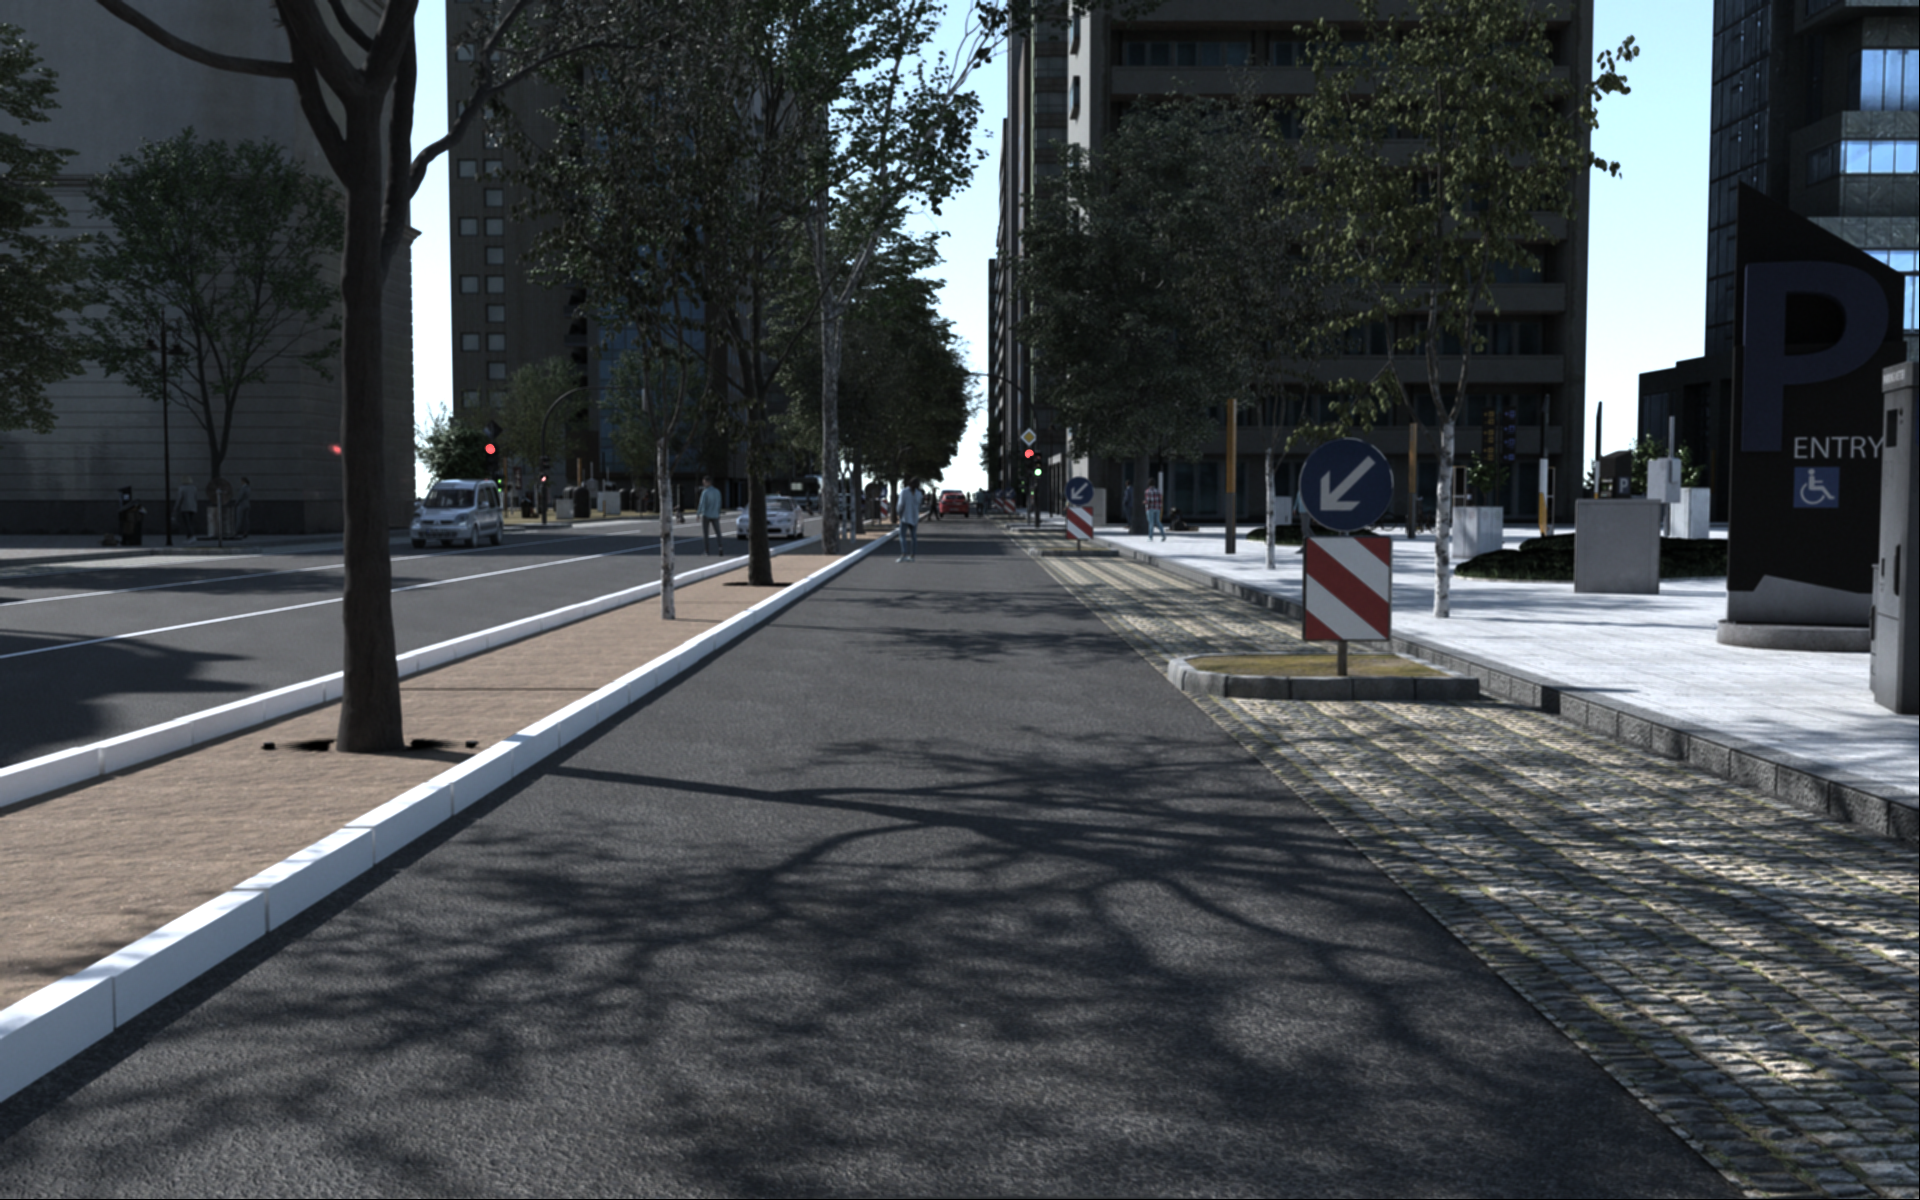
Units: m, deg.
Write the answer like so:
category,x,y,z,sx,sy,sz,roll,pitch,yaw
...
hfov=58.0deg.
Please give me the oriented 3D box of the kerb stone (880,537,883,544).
category,x,y,z,sx,sy,sz,roll,pitch,yaw
kerb stone,-2.302,-1.590,48.199,0.120,0.150,1.000,0,3,0

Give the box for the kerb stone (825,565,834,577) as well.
category,x,y,z,sx,sy,sz,roll,pitch,yaw
kerb stone,-2.309,-0.462,29.745,0.120,0.150,1.000,0,3,0

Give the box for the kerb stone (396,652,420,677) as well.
category,x,y,z,sx,sy,sz,roll,pitch,yaw
kerb stone,-4.417,0.542,13.402,0.120,0.150,1.000,0,3,0

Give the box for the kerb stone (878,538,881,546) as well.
category,x,y,z,sx,sy,sz,roll,pitch,yaw
kerb stone,-2.295,-1.522,47.177,0.120,0.150,1.000,0,3,0

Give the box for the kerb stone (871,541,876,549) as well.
category,x,y,z,sx,sy,sz,roll,pitch,yaw
kerb stone,-2.298,-1.340,44.110,0.120,0.150,1.000,0,3,0

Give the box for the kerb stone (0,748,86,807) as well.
category,x,y,z,sx,sy,sz,roll,pitch,yaw
kerb stone,-4.418,0.852,8.266,0.120,0.150,1.000,0,3,0

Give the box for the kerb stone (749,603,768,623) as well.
category,x,y,z,sx,sy,sz,roll,pitch,yaw
kerb stone,-2.306,0.165,19.492,0.120,0.150,1.000,0,3,0

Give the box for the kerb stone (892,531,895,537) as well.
category,x,y,z,sx,sy,sz,roll,pitch,yaw
kerb stone,-2.292,-2.089,56.412,0.120,0.150,1.000,0,3,0

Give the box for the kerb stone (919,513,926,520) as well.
category,x,y,z,sx,sy,sz,roll,pitch,yaw
kerb stone,-2.271,-5.068,105.153,0.120,0.150,1.000,0,3,0

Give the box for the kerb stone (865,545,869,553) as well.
category,x,y,z,sx,sy,sz,roll,pitch,yaw
kerb stone,-2.303,-1.152,41.028,0.120,0.150,1.000,0,3,0

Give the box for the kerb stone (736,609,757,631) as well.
category,x,y,z,sx,sy,sz,roll,pitch,yaw
kerb stone,-2.310,0.228,18.468,0.120,0.150,1.000,0,3,0

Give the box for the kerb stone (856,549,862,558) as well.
category,x,y,z,sx,sy,sz,roll,pitch,yaw
kerb stone,-2.294,-0.964,37.952,0.120,0.150,1.000,0,3,0

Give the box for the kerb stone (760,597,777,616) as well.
category,x,y,z,sx,sy,sz,roll,pitch,yaw
kerb stone,-2.310,0.105,20.519,0.120,0.150,1.000,0,3,0

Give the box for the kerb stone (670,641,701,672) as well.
category,x,y,z,sx,sy,sz,roll,pitch,yaw
kerb stone,-2.307,0.480,14.366,0.120,0.150,1.000,0,3,0

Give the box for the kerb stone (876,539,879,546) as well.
category,x,y,z,sx,sy,sz,roll,pitch,yaw
kerb stone,-2.297,-1.465,46.155,0.120,0.150,1.000,0,3,0

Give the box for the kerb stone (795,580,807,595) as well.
category,x,y,z,sx,sy,sz,roll,pitch,yaw
kerb stone,-2.313,-0.148,24.619,0.120,0.150,1.000,0,3,0

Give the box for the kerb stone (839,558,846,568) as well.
category,x,y,z,sx,sy,sz,roll,pitch,yaw
kerb stone,-2.302,-0.650,32.818,0.120,0.150,1.000,0,3,0

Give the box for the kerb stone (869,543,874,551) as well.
category,x,y,z,sx,sy,sz,roll,pitch,yaw
kerb stone,-2.300,-1.277,43.084,0.120,0.150,1.000,0,3,0

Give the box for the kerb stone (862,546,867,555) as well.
category,x,y,z,sx,sy,sz,roll,pitch,yaw
kerb stone,-2.296,-1.089,40.000,0.120,0.150,1.000,0,3,0

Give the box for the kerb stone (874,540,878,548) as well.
category,x,y,z,sx,sy,sz,roll,pitch,yaw
kerb stone,-2.298,-1.403,45.132,0.120,0.150,1.000,0,3,0

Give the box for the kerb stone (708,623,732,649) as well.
category,x,y,z,sx,sy,sz,roll,pitch,yaw
kerb stone,-2.310,0.354,16.411,0.120,0.150,1.000,0,3,0

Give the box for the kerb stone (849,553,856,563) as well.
category,x,y,z,sx,sy,sz,roll,pitch,yaw
kerb stone,-2.296,-0.838,35.901,0.120,0.150,1.000,0,3,0

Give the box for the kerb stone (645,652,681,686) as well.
category,x,y,z,sx,sy,sz,roll,pitch,yaw
kerb stone,-2.309,0.542,13.341,0.120,0.150,1.000,0,3,0

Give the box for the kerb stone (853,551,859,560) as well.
category,x,y,z,sx,sy,sz,roll,pitch,yaw
kerb stone,-2.295,-0.900,36.924,0.120,0.150,1.000,0,3,0

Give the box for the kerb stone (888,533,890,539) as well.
category,x,y,z,sx,sy,sz,roll,pitch,yaw
kerb stone,-2.300,-1.905,53.338,0.120,0.150,1.000,0,3,0

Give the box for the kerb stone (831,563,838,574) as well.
category,x,y,z,sx,sy,sz,roll,pitch,yaw
kerb stone,-2.300,-0.525,30.771,0.120,0.150,1.000,0,3,0

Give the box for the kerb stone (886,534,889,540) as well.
category,x,y,z,sx,sy,sz,roll,pitch,yaw
kerb stone,-2.298,-1.841,52.313,0.120,0.150,1.000,0,3,0

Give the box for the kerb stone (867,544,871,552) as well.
category,x,y,z,sx,sy,sz,roll,pitch,yaw
kerb stone,-2.300,-1.215,42.054,0.120,0.150,1.000,0,3,0

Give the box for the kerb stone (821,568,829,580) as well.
category,x,y,z,sx,sy,sz,roll,pitch,yaw
kerb stone,-2.308,-0.398,28.722,0.120,0.150,1.000,0,3,0

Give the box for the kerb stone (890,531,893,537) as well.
category,x,y,z,sx,sy,sz,roll,pitch,yaw
kerb stone,-2.294,-2.026,55.390,0.120,0.150,1.000,0,3,0

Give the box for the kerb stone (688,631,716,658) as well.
category,x,y,z,sx,sy,sz,roll,pitch,yaw
kerb stone,-2.318,0.416,15.388,0.120,0.150,1.000,0,3,0

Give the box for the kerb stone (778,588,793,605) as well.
category,x,y,z,sx,sy,sz,roll,pitch,yaw
kerb stone,-2.317,-0.019,22.566,0.120,0.150,1.000,0,3,0

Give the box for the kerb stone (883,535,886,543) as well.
category,x,y,z,sx,sy,sz,roll,pitch,yaw
kerb stone,-2.299,-1.713,50.246,0.120,0.150,1.000,0,3,0

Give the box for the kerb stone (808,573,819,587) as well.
category,x,y,z,sx,sy,sz,roll,pitch,yaw
kerb stone,-2.306,-0.273,26.665,0.120,0.150,1.000,0,3,0

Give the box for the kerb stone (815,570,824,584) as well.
category,x,y,z,sx,sy,sz,roll,pitch,yaw
kerb stone,-2.307,-0.336,27.692,0.120,0.150,1.000,0,3,0

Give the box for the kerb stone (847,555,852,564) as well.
category,x,y,z,sx,sy,sz,roll,pitch,yaw
kerb stone,-2.312,-0.771,34.879,0.120,0.150,1.000,0,3,0

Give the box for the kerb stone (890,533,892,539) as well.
category,x,y,z,sx,sy,sz,roll,pitch,yaw
kerb stone,-2.294,-1.968,54.368,0.120,0.150,1.000,0,3,0

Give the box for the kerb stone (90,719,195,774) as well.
category,x,y,z,sx,sy,sz,roll,pitch,yaw
kerb stone,-4.405,0.792,9.299,0.120,0.150,1.000,0,3,0

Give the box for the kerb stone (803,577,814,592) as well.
category,x,y,z,sx,sy,sz,roll,pitch,yaw
kerb stone,-2.301,-0.211,25.643,0.120,0.150,1.000,0,3,0

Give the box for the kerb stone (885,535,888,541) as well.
category,x,y,z,sx,sy,sz,roll,pitch,yaw
kerb stone,-2.290,-1.779,51.281,0.120,0.150,1.000,0,3,0

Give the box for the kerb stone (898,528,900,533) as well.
category,x,y,z,sx,sy,sz,roll,pitch,yaw
kerb stone,-2.291,-2.406,61.535,0.120,0.150,1.000,0,3,0

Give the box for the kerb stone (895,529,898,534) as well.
category,x,y,z,sx,sy,sz,roll,pitch,yaw
kerb stone,-2.292,-2.281,59.487,0.120,0.150,1.000,0,3,0

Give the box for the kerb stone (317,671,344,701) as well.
category,x,y,z,sx,sy,sz,roll,pitch,yaw
kerb stone,-4.412,0.601,12.379,0.120,0.150,1.000,0,3,0

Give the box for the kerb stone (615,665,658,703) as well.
category,x,y,z,sx,sy,sz,roll,pitch,yaw
kerb stone,-2.312,0.604,12.317,0.120,0.150,1.000,0,3,0

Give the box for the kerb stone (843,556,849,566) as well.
category,x,y,z,sx,sy,sz,roll,pitch,yaw
kerb stone,-2.309,-0.712,33.846,0.120,0.150,1.000,0,3,0

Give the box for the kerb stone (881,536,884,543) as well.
category,x,y,z,sx,sy,sz,roll,pitch,yaw
kerb stone,-2.300,-1.652,49.223,0.120,0.150,1.000,0,3,0

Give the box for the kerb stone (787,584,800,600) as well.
category,x,y,z,sx,sy,sz,roll,pitch,yaw
kerb stone,-2.315,-0.085,23.593,0.120,0.150,1.000,0,3,0

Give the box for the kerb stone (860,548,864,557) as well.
category,x,y,z,sx,sy,sz,roll,pitch,yaw
kerb stone,-2.305,-1.026,38.976,0.120,0.150,1.000,0,3,0

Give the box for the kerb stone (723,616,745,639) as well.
category,x,y,z,sx,sy,sz,roll,pitch,yaw
kerb stone,-2.314,0.293,17.436,0.120,0.150,1.000,0,3,0

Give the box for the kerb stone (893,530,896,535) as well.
category,x,y,z,sx,sy,sz,roll,pitch,yaw
kerb stone,-2.288,-2.153,57.443,0.120,0.150,1.000,0,3,0

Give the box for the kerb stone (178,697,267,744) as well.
category,x,y,z,sx,sy,sz,roll,pitch,yaw
kerb stone,-4.409,0.726,10.321,0.120,0.150,1.000,0,3,0

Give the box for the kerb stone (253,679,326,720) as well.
category,x,y,z,sx,sy,sz,roll,pitch,yaw
kerb stone,-4.418,0.663,11.354,0.120,0.150,1.000,0,3,0

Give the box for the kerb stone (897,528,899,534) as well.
category,x,y,z,sx,sy,sz,roll,pitch,yaw
kerb stone,-2.292,-2.339,60.511,0.120,0.150,1.000,0,3,0

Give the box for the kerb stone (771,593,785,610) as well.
category,x,y,z,sx,sy,sz,roll,pitch,yaw
kerb stone,-2.314,0.045,21.544,0.120,0.150,1.000,0,3,0

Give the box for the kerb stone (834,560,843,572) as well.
category,x,y,z,sx,sy,sz,roll,pitch,yaw
kerb stone,-2.297,-0.587,31.796,0.120,0.150,1.000,0,3,0
